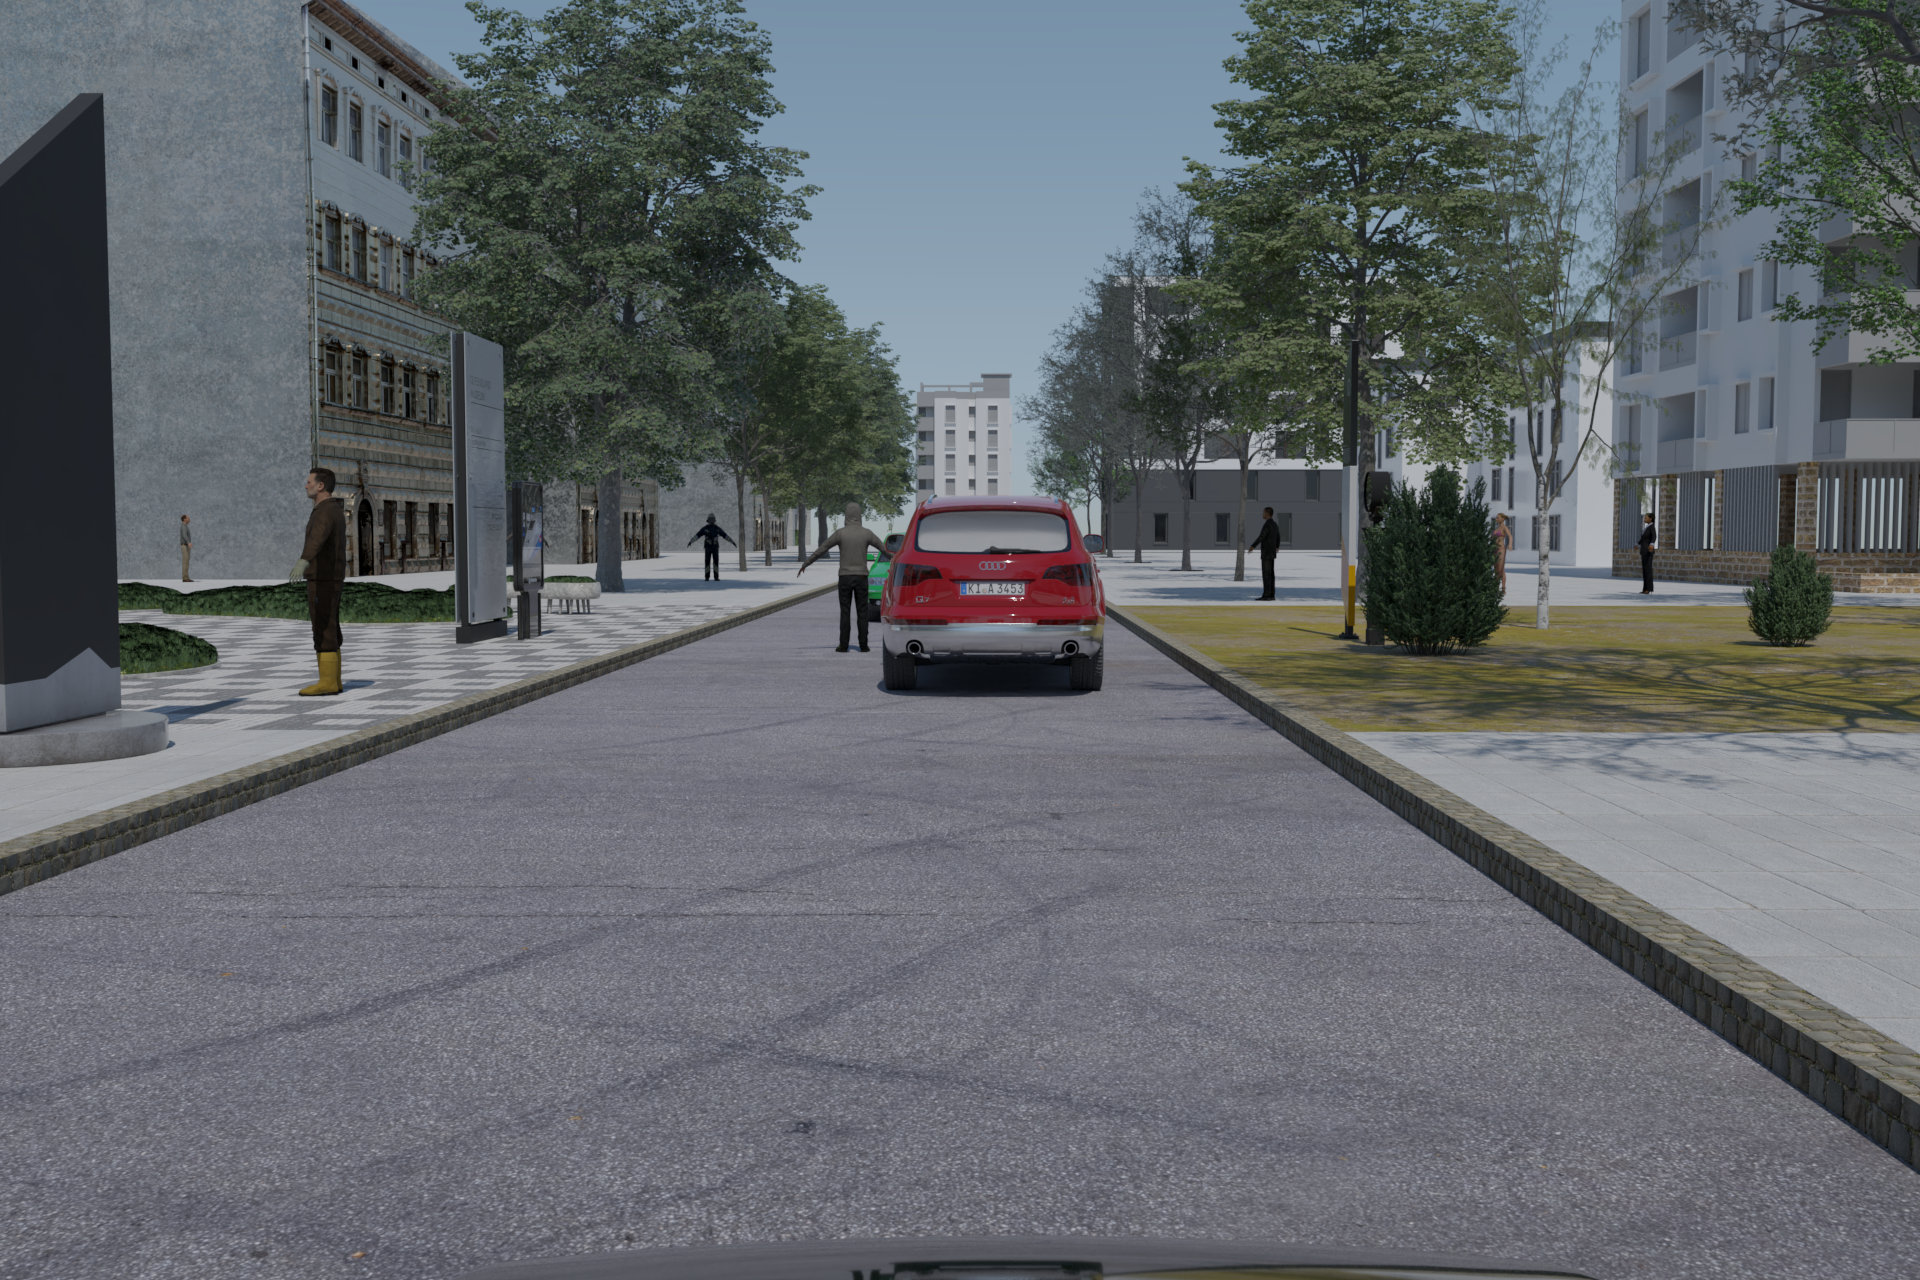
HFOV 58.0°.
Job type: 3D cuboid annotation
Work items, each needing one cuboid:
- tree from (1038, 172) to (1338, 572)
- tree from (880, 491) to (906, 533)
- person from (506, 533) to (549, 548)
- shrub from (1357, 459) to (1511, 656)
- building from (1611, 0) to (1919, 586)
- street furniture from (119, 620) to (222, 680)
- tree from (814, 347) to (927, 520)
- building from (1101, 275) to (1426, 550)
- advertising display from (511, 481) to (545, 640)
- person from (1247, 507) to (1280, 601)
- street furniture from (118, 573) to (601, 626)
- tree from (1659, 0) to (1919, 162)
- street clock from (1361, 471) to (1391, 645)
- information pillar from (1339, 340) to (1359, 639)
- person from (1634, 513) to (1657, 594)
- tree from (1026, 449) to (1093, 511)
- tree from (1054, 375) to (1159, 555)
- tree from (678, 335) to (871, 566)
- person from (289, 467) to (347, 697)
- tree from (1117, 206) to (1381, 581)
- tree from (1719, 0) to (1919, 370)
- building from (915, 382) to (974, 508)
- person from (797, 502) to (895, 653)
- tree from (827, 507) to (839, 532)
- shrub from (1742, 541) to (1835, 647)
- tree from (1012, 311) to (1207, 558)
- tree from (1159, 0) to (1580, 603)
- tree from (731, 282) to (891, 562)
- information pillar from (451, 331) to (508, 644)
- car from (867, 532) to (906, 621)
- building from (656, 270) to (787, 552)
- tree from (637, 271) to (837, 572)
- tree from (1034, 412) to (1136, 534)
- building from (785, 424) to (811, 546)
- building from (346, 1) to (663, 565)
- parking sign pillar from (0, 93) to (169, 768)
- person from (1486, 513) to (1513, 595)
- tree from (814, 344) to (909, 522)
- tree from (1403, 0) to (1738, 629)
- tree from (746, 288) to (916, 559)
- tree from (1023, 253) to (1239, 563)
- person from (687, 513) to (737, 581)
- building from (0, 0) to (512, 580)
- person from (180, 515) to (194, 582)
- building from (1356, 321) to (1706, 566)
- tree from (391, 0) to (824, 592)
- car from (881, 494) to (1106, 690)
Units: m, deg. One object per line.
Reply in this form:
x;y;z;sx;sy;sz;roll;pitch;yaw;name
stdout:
7.750;-9.100;59.161;12.009;13.543;11.850;0;3;0;tree
-8.347;-15.598;205.383;4.737;8.622;4.395;0;3;0;tree
-11.599;-2.451;46.197;1.348;1.813;0.705;0;4;4;person
5.054;-0.881;18.450;1.661;2.075;1.752;0;3;0;shrub
24.545;-11.814;49.578;16.016;20.090;11.380;0;4;1;building
-11.905;0.045;14.889;10.072;0.657;5.734;-2;4;-35;street furniture
-6.930;-12.831;116.446;9.857;13.997;8.962;0;3;0;tree
26.252;-18.910;153.158;27.936;21.610;32.646;0;4;1;building
-5.306;-0.985;21.311;0.123;1.923;0.974;0;4;2;advertising display
5.896;-1.655;33.279;0.704;1.802;1.346;2;4;33;person
-10.602;-0.770;28.222;10.072;0.657;5.734;2;4;34;street furniture
6.849;-6.057;9.408;12.009;13.543;11.850;0;3;0;tree
4.810;-0.945;20.014;0.358;2.002;0.471;0;4;2;street clock
4.778;-1.828;21.238;0.183;3.616;0.504;0;4;1;information pillar
14.614;-1.851;36.990;0.721;1.740;1.216;0;4;6;person
11.992;-17.144;206.057;9.928;11.665;9.643;0;3;0;tree
8.974;-11.051;106.446;9.928;11.665;9.643;0;3;0;tree
-7.586;-8.241;69.147;8.767;10.594;7.601;0;4;5;tree
-5.103;-0.470;13.819;0.704;1.812;1.346;-1;4;-10;person
7.904;-6.868;46.696;7.601;10.594;8.767;-1;4;-12;tree
16.616;-6.252;27.984;9.928;11.665;9.643;0;3;0;tree
-4.978;-21.387;208.559;11.380;20.090;16.016;0;4;5;building
-1.296;-0.760;21.008;1.348;1.813;0.705;-1;4;-9;person
-14.738;-15.414;202.388;4.737;8.622;4.395;0;3;0;tree
9.461;-0.530;19.784;1.383;1.207;1.383;0;3;0;shrub
7.977;-11.171;93.012;12.009;13.543;11.850;0;3;0;tree
7.288;-6.983;32.296;7.486;12.596;7.792;0;3;0;tree
-6.989;-9.783;78.080;7.486;12.596;7.792;0;3;0;tree
-5.804;-1.813;20.953;0.184;3.620;1.656;0;4;0;information pillar
-0.652;-1.285;29.803;1.959;1.807;4.718;0;4;1;car
-23.928;-18.575;134.627;19.493;23.208;18.063;0;4;2;building
-7.698;-7.605;58.753;7.601;10.594;8.767;-3;5;-40;tree
8.426;-11.117;116.180;7.601;10.594;8.767;0;4;-5;tree
-25.738;-19.168;179.858;16.747;18.905;31.486;0;4;2;building
-25.109;-15.299;81.072;19.493;23.208;18.063;0;4;1;building
-5.439;-1.320;10.051;1.447;3.967;1.447;0;4;1;parking sign pillar
11.373;-1.829;36.707;0.721;1.733;1.217;-1;4;-13;person
-6.977;-11.378;104.155;7.486;12.596;7.792;0;3;0;tree
7.924;-4.465;23.372;4.360;8.622;3.978;0;3;0;tree
-7.086;-11.176;89.381;9.857;13.997;8.962;0;3;0;tree
7.882;-10.110;75.663;12.009;13.543;11.850;0;3;0;tree
-6.772;-2.536;47.250;1.354;1.856;0.705;-1;4;-15;person
-26.991;-13.838;57.172;19.493;23.208;18.063;0;4;2;building
-20.620;-2.442;46.196;0.705;1.796;1.348;-2;4;-26;person
25.499;-8.583;82.474;9.099;9.664;28.070;0;4;1;building
-7.856;-8.041;38.130;9.857;13.997;8.962;0;3;0;tree
0.344;-0.536;17.435;2.281;1.827;5.304;0;4;1;car
